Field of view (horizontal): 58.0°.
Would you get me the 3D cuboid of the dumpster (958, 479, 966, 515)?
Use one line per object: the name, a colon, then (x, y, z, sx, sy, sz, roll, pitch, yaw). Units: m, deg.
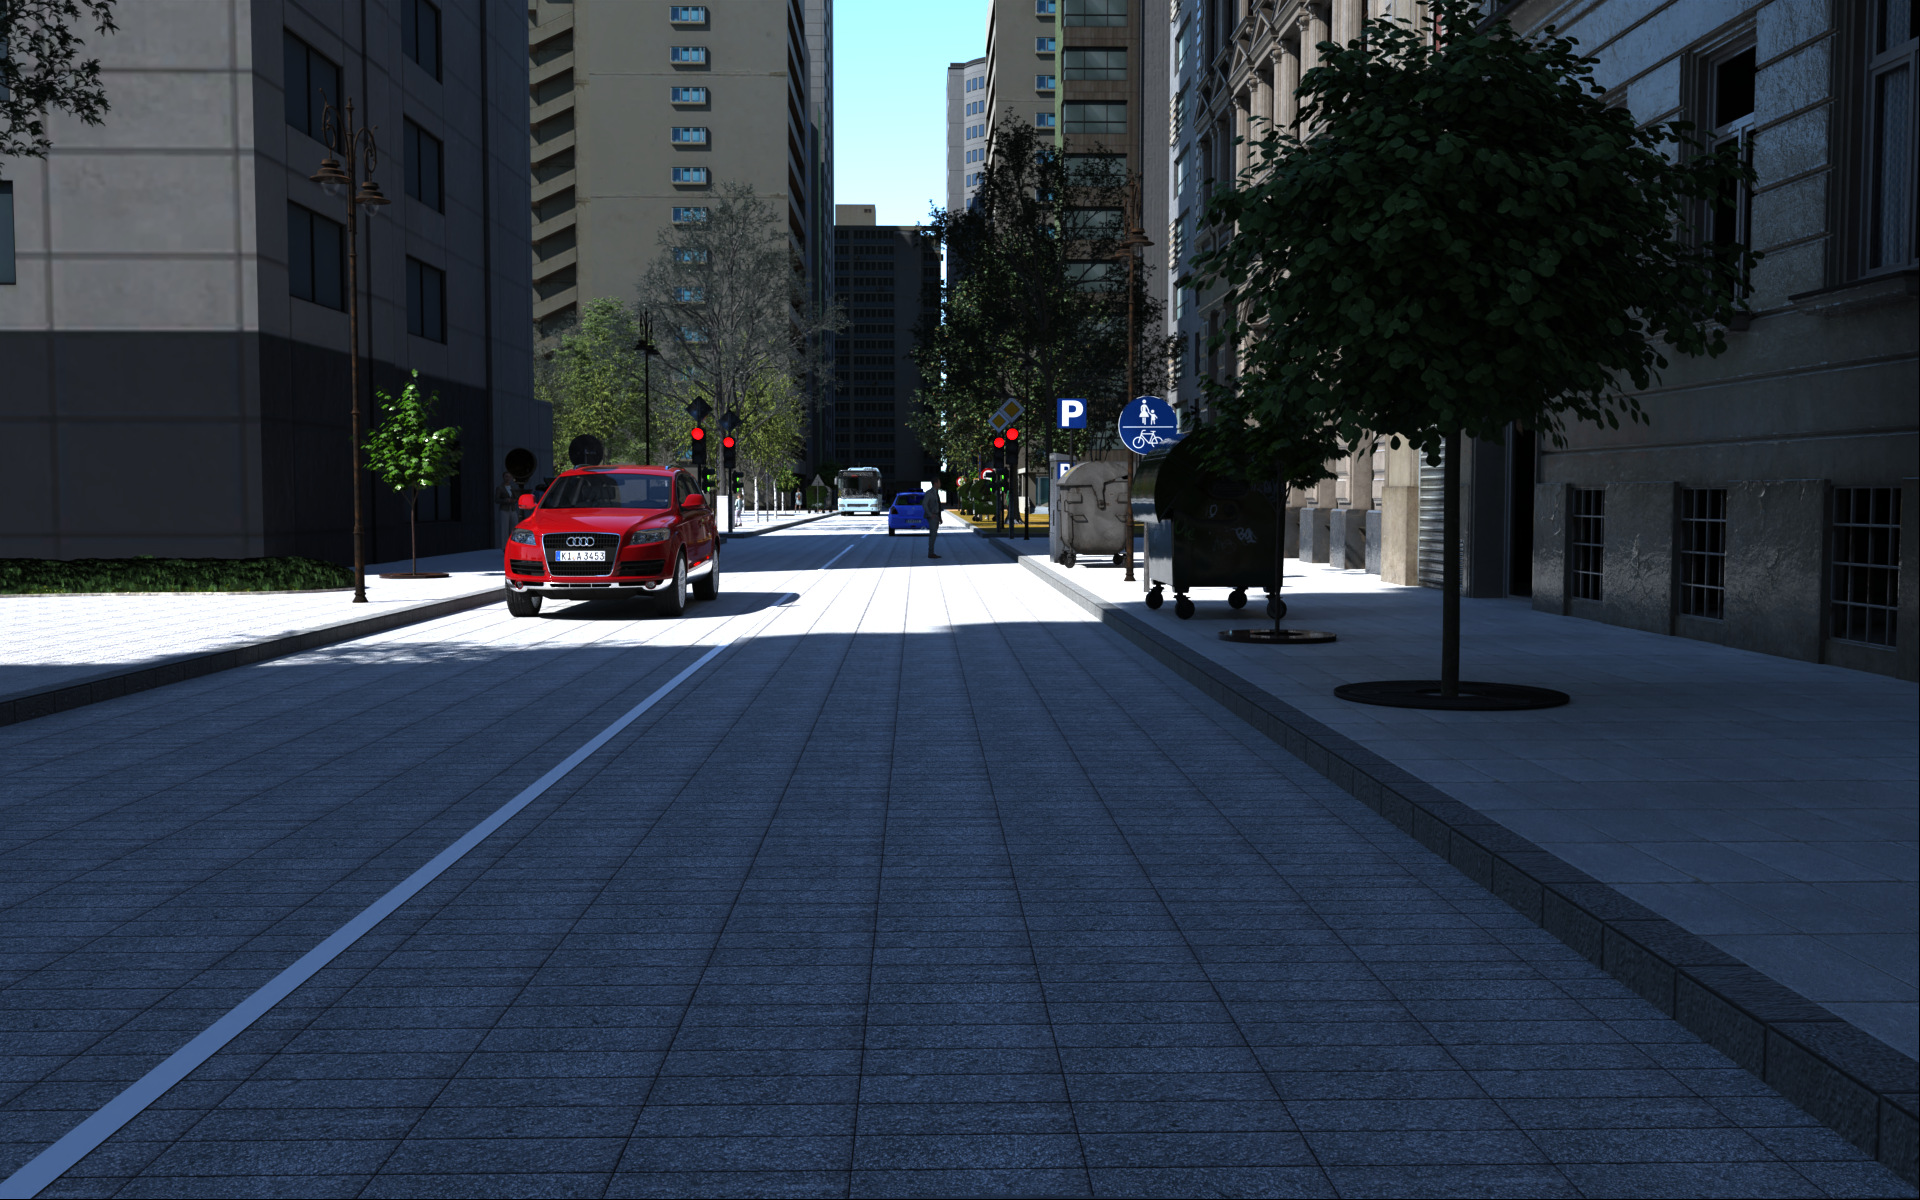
dumpster: (0.633, -6.246, 104.621, 1.502, 2.255, 1.985, 0, 4, -2)

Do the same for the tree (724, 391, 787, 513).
tree: (-14.490, -10.061, 114.860, 4.360, 8.622, 3.978, 0, 3, 0)

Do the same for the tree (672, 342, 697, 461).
tree: (-12.448, -8.108, 82.928, 4.737, 8.622, 4.395, 0, 3, 0)

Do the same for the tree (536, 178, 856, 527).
tree: (-9.047, -9.555, 66.597, 12.009, 13.543, 11.850, 0, 3, 0)

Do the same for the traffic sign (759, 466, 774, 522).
traffic sign: (-8.871, -4.873, 79.778, 0.768, 2.556, 0.104, 0, 4, -1)

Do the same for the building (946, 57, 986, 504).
building: (12.431, -42.029, 229.176, 28.212, 58.520, 21.231, 0, 4, -1)

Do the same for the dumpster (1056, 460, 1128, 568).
dumpster: (2.390, -1.518, 30.584, 1.264, 1.857, 1.865, 0, 4, -1)

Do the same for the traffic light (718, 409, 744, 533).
traffic light: (-7.589, -4.181, 57.273, 0.839, 4.253, 0.868, 0, 4, -1)

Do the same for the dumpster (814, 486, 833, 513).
dumpster: (-9.477, -6.995, 120.132, 1.264, 1.857, 1.865, 0, 4, -1)

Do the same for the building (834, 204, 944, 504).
building: (-14.190, -33.217, 234.972, 23.993, 40.220, 32.217, 0, 4, -1)

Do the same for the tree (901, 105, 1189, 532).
tree: (2.005, -6.597, 42.276, 7.601, 10.594, 8.767, 0, 4, 4)

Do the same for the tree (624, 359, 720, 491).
tree: (-15.441, -8.693, 92.494, 4.360, 8.622, 3.978, 0, 3, 0)

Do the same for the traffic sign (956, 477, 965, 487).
traffic sign: (0.121, -7.701, 126.013, 0.768, 2.556, 0.104, 0, 4, 6)

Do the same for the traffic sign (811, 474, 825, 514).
traffic sign: (-9.109, -6.788, 110.988, 0.884, 2.594, 0.081, 0, 4, 7)

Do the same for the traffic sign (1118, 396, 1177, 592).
traffic sign: (2.438, -1.372, 22.534, 0.768, 2.556, 0.104, 0, 4, 4)

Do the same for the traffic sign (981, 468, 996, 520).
traffic sign: (1.383, -5.147, 84.264, 0.768, 2.556, 0.104, 0, 4, 6)

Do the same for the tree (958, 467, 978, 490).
tree: (0.900, -7.257, 113.252, 1.663, 3.219, 1.824, 0, 3, 0)

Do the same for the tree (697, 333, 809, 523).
tree: (-8.978, -7.719, 76.567, 4.737, 8.622, 4.395, 0, 3, 0)

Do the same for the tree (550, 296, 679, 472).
tree: (-19.896, -11.105, 99.692, 7.486, 12.596, 7.792, 0, 3, 0)

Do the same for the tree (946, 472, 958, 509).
tree: (-0.433, -9.301, 146.669, 1.663, 3.219, 1.824, 0, 3, 0)

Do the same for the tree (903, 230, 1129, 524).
tree: (2.309, -9.573, 73.525, 9.611, 12.733, 9.660, 0, 3, 0)

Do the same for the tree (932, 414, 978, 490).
tree: (0.304, -10.314, 118.989, 4.737, 8.622, 4.395, 0, 3, 0)

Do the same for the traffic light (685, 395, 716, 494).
traffic light: (-7.400, -3.692, 49.290, 0.839, 4.253, 0.868, 0, 4, -1)

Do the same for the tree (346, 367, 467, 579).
tree: (-8.311, -1.948, 26.457, 1.663, 3.219, 1.824, 0, 3, 0)

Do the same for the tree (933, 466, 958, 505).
tree: (-1.650, -13.343, 201.863, 4.285, 4.588, 4.351, 0, 3, 0)

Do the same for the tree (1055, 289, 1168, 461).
tree: (5.217, -6.882, 62.890, 4.360, 8.622, 3.978, 0, 3, 0)

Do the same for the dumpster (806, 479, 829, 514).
dumpster: (-9.477, -6.847, 114.446, 1.502, 2.255, 1.985, 0, 4, -1)

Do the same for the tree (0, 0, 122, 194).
tree: (-7.965, -4.586, 9.388, 7.601, 10.594, 8.767, -3, 5, -42)

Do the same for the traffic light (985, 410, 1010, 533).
traffic light: (1.269, -4.194, 57.498, 0.839, 4.253, 0.868, 0, 4, -1)

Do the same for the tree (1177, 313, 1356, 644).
tree: (2.917, -1.264, 15.271, 1.663, 3.219, 1.824, 0, 3, 0)

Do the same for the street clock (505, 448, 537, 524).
street clock: (-6.878, -1.383, 27.176, 0.471, 2.002, 0.358, 0, 4, -7)

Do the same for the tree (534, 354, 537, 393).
tree: (-24.656, -12.375, 112.696, 12.009, 13.543, 11.850, 0, 3, 0)

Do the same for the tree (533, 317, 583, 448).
tree: (-17.859, -7.371, 70.871, 4.360, 8.622, 3.978, 0, 3, 0)

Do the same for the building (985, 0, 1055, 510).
building: (13.276, -32.286, 151.571, 21.300, 48.544, 21.600, 0, 4, -1)

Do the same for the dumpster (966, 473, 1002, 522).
dumpster: (1.196, -4.781, 80.663, 1.502, 2.255, 1.985, 0, 4, -1)

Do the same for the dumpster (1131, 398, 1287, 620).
dumpster: (2.684, -0.974, 18.424, 1.502, 2.255, 1.985, 0, 4, -1)

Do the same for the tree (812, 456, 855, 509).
tree: (-10.892, -9.869, 145.064, 4.285, 4.588, 4.351, 0, 3, 0)

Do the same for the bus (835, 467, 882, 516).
bus: (-6.667, -7.437, 116.447, 2.948, 3.499, 13.247, 0, 4, -1)

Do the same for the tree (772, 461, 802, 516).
tree: (-10.288, -6.547, 101.650, 1.663, 3.219, 1.824, 0, 3, 0)

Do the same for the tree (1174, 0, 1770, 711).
tree: (3.045, -1.661, 10.875, 4.285, 4.588, 4.351, 0, 3, 0)

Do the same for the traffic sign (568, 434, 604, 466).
traffic sign: (-7.950, -2.245, 36.806, 0.768, 2.556, 0.104, 0, 4, 6)

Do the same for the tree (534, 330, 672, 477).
tree: (-16.069, -7.708, 76.389, 4.737, 8.622, 4.395, 0, 3, 0)

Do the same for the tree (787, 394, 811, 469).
tree: (-13.097, -10.865, 128.007, 4.360, 8.622, 3.978, 0, 3, 0)

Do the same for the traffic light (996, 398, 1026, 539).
traffic light: (1.459, -3.706, 49.516, 0.839, 4.253, 0.868, 0, 4, -1)
